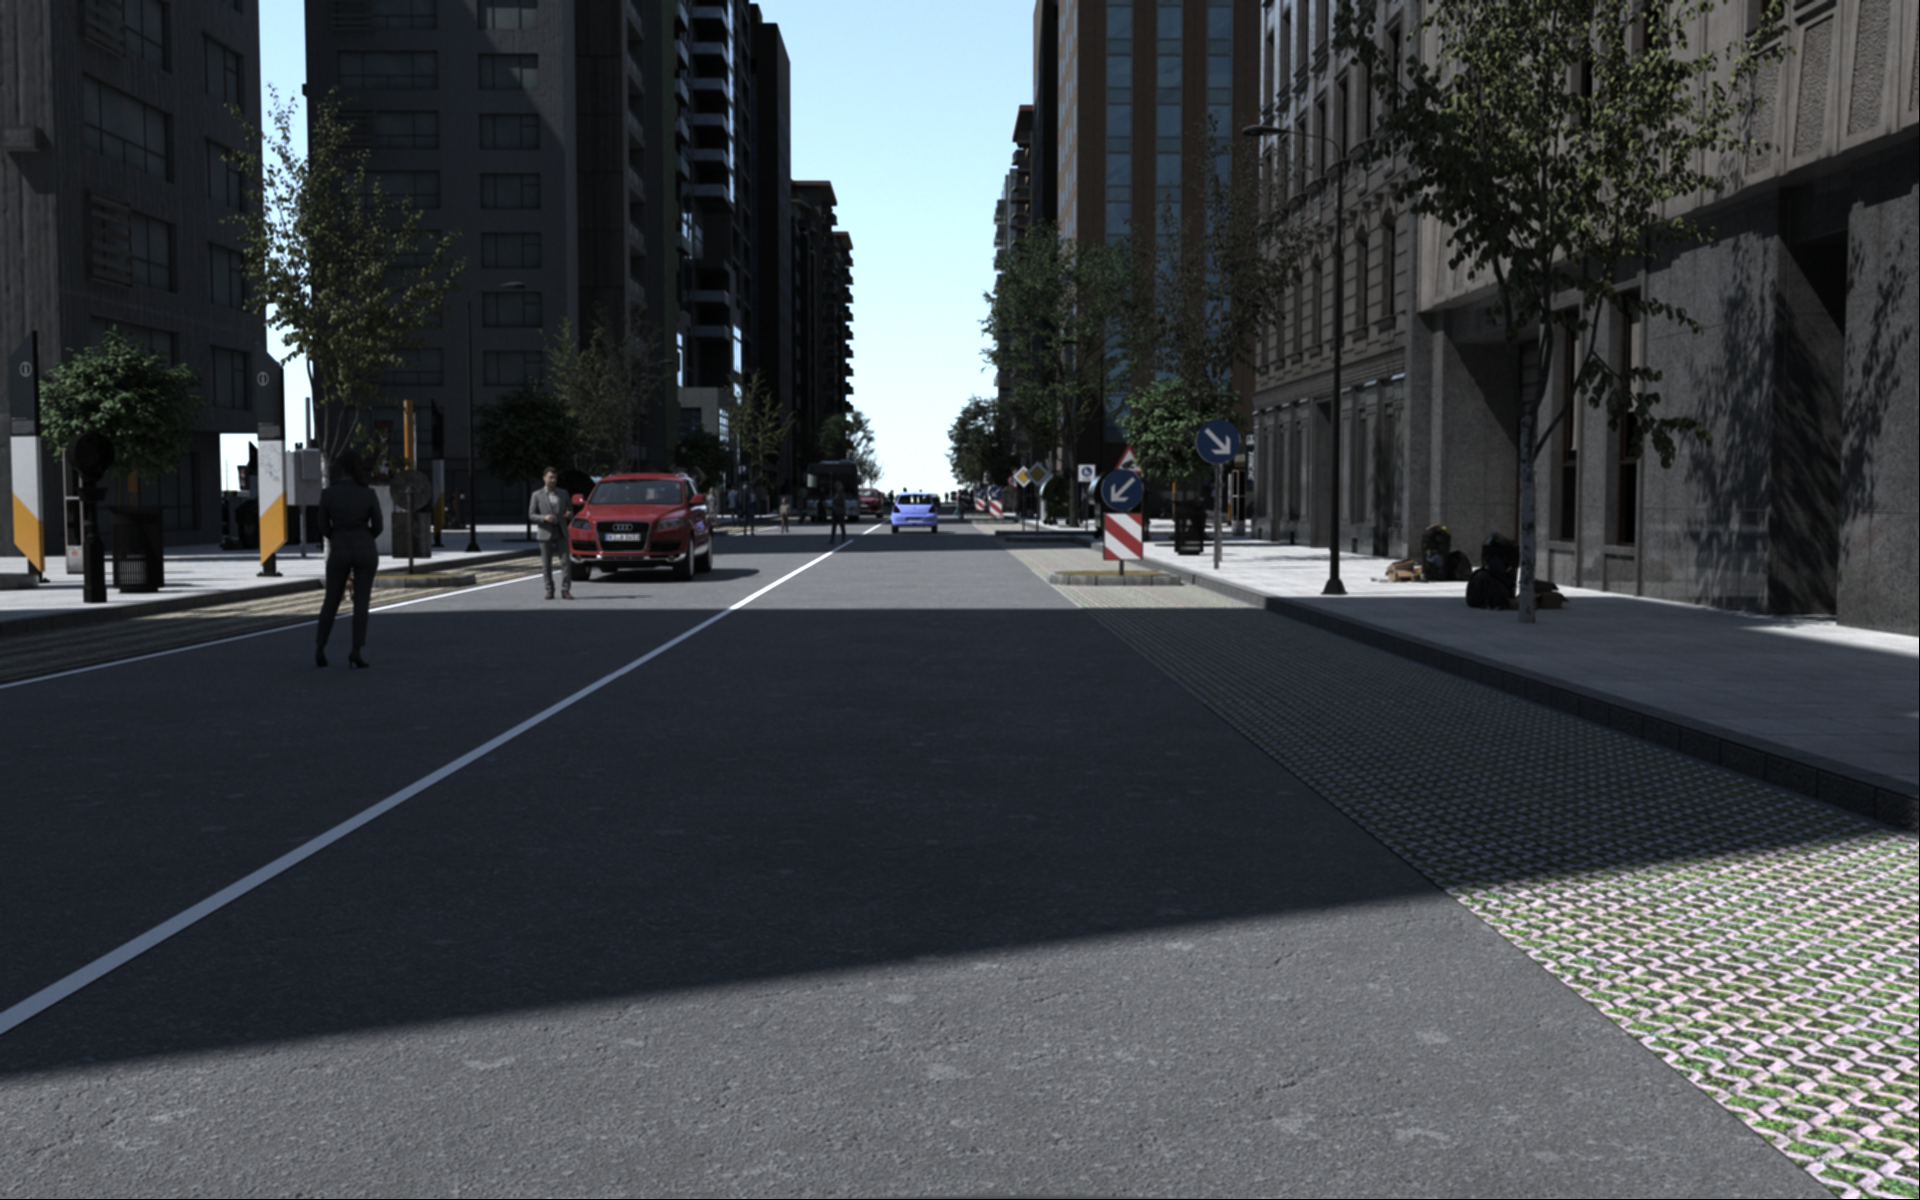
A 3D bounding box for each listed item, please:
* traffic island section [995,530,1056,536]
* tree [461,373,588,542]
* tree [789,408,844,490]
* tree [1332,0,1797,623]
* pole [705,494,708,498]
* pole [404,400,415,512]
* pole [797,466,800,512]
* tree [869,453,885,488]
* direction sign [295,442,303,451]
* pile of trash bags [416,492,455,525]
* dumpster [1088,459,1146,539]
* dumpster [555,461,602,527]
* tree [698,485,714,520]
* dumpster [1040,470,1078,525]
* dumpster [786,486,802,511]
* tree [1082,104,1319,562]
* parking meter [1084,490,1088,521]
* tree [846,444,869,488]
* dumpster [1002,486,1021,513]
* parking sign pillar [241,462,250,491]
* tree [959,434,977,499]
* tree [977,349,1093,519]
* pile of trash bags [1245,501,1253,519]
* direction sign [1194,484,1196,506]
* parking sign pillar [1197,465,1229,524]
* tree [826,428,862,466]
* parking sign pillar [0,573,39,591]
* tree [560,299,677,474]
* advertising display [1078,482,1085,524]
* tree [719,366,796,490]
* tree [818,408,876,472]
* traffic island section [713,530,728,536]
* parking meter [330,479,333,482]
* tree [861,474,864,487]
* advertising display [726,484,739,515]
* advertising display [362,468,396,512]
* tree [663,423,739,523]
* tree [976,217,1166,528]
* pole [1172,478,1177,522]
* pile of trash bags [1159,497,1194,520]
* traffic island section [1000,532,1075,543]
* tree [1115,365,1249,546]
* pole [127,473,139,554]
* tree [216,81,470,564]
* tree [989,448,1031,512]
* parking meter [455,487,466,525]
[{"bbox_3d":[2.242,-2.337,60.486,2.009,0.180,2.903,0,4,-1],"label":"traffic island section"},{"bbox_3d":[-11.844,-3.877,47.103,4.285,4.588,4.351,0,3,0],"label":"tree"},{"bbox_3d":[-12.866,-12.209,149.982,4.360,8.622,3.978,0,3,0],"label":"tree"},{"bbox_3d":[5.634,-4.065,16.826,4.737,8.622,4.395,0,3,0],"label":"tree"},{"bbox_3d":[-14.940,-6.618,102.047,0.158,3.312,0.155,0,3,0],"label":"pole"},{"bbox_3d":[-11.960,-2.679,37.647,0.158,3.312,0.155,0,3,0],"label":"pole"},{"bbox_3d":[-11.808,-8.123,126.659,0.158,3.312,0.155,0,3,0],"label":"pole"},{"bbox_3d":[-14.520,-18.949,260.174,4.360,8.622,3.978,0,3,0],"label":"tree"},{"bbox_3d":[-28.998,-5.142,76.065,0.379,3.537,0.876,-3,5,-41],"label":"direction sign"},{"bbox_3d":[-22.392,-3.828,72.337,3.447,1.369,1.912,-2,4,-34],"label":"pile of trash bags"},{"bbox_3d":[4.453,-2.847,49.043,1.502,2.255,1.985,0,4,-1],"label":"dumpster"},{"bbox_3d":[-11.141,-2.937,50.509,1.502,2.255,1.985,0,4,-1],"label":"dumpster"},{"bbox_3d":[-12.764,-5.560,85.515,1.663,3.219,1.824,0,3,0],"label":"tree"},{"bbox_3d":[4.106,-4.234,71.715,1.502,2.255,1.985,0,4,-1],"label":"dumpster"},{"bbox_3d":[-12.344,-7.533,128.914,1.264,1.857,1.865,0,4,-1],"label":"dumpster"},{"bbox_3d":[4.743,-5.046,32.860,4.360,8.622,3.978,0,3,0],"label":"tree"},{"bbox_3d":[6.020,-4.608,83.756,0.372,1.533,0.369,0,3,0],"label":"parking meter"},{"bbox_3d":[-14.710,-17.310,233.375,4.360,8.622,3.978,0,3,0],"label":"tree"},{"bbox_3d":[3.473,-6.813,117.158,1.264,1.857,1.865,0,4,-1],"label":"dumpster"},{"bbox_3d":[-53.684,-8.678,130.356,1.447,3.967,1.447,0,4,-2],"label":"parking sign pillar"},{"bbox_3d":[2.118,-15.758,208.012,4.737,8.622,4.395,0,3,0],"label":"tree"},{"bbox_3d":[4.204,-8.359,87.031,4.737,8.622,4.395,0,3,0],"label":"tree"},{"bbox_3d":[14.658,-4.854,89.113,1.912,1.369,3.447,-2,4,-26],"label":"pile of trash bags"},{"bbox_3d":[8.500,-4.317,62.586,0.379,3.537,0.876,-1,4,-13],"label":"direction sign"},{"bbox_3d":[11.079,-5.344,75.842,1.447,3.967,1.447,-1,4,-15],"label":"parking sign pillar"},{"bbox_3d":[-13.114,-14.879,193.638,4.737,8.622,4.395,0,3,0],"label":"tree"},{"bbox_3d":[-13.280,-2.131,23.315,1.447,3.967,1.447,-2,4,-26],"label":"parking sign pillar"},{"bbox_3d":[-12.646,-6.982,64.513,4.360,8.622,3.978,0,3,0],"label":"tree"},{"bbox_3d":[5.286,-4.286,75.283,0.123,1.923,0.974,1,4,13],"label":"advertising display"},{"bbox_3d":[-11.819,-9.134,99.706,4.737,8.622,4.395,0,3,0],"label":"tree"},{"bbox_3d":[-13.580,-17.273,208.169,9.928,11.665,9.643,0,3,0],"label":"tree"},{"bbox_3d":[-9.198,-2.326,60.317,2.009,0.180,2.903,0,4,-1],"label":"traffic island section"},{"bbox_3d":[-25.059,-3.861,68.838,0.255,1.863,0.399,-2,4,-29],"label":"parking meter"},{"bbox_3d":[-14.089,-14.692,223.928,4.285,4.588,4.351,0,3,0],"label":"tree"},{"bbox_3d":[-13.906,-6.155,105.847,0.123,1.923,0.974,3,5,39],"label":"advertising display"},{"bbox_3d":[-14.410,-2.293,42.706,0.974,1.923,0.123,0,4,5],"label":"advertising display"},{"bbox_3d":[-11.604,-5.785,78.293,4.285,4.588,4.351,0,3,0],"label":"tree"},{"bbox_3d":[4.207,-8.577,65.986,9.928,11.665,9.643,0,3,0],"label":"tree"},{"bbox_3d":[9.990,-5.298,80.462,0.158,3.312,0.155,0,3,0],"label":"pole"},{"bbox_3d":[11.644,-4.728,87.049,3.447,1.369,1.912,3,4,36],"label":"pile of trash bags"},{"bbox_3d":[2.364,-1.848,52.501,2.009,0.180,2.903,0,4,-1],"label":"traffic island section"},{"bbox_3d":[5.479,-3.622,42.929,4.285,4.588,4.351,0,3,0],"label":"tree"},{"bbox_3d":[-17.794,-2.655,37.245,0.158,3.312,0.155,0,3,0],"label":"pole"},{"bbox_3d":[-11.401,-4.961,31.471,4.737,8.622,4.395,0,3,0],"label":"tree"},{"bbox_3d":[3.681,-8.535,123.256,4.285,4.588,4.351,0,3,0],"label":"tree"},{"bbox_3d":[-18.684,-3.447,64.775,0.372,1.533,0.369,0,3,0],"label":"parking meter"}]
